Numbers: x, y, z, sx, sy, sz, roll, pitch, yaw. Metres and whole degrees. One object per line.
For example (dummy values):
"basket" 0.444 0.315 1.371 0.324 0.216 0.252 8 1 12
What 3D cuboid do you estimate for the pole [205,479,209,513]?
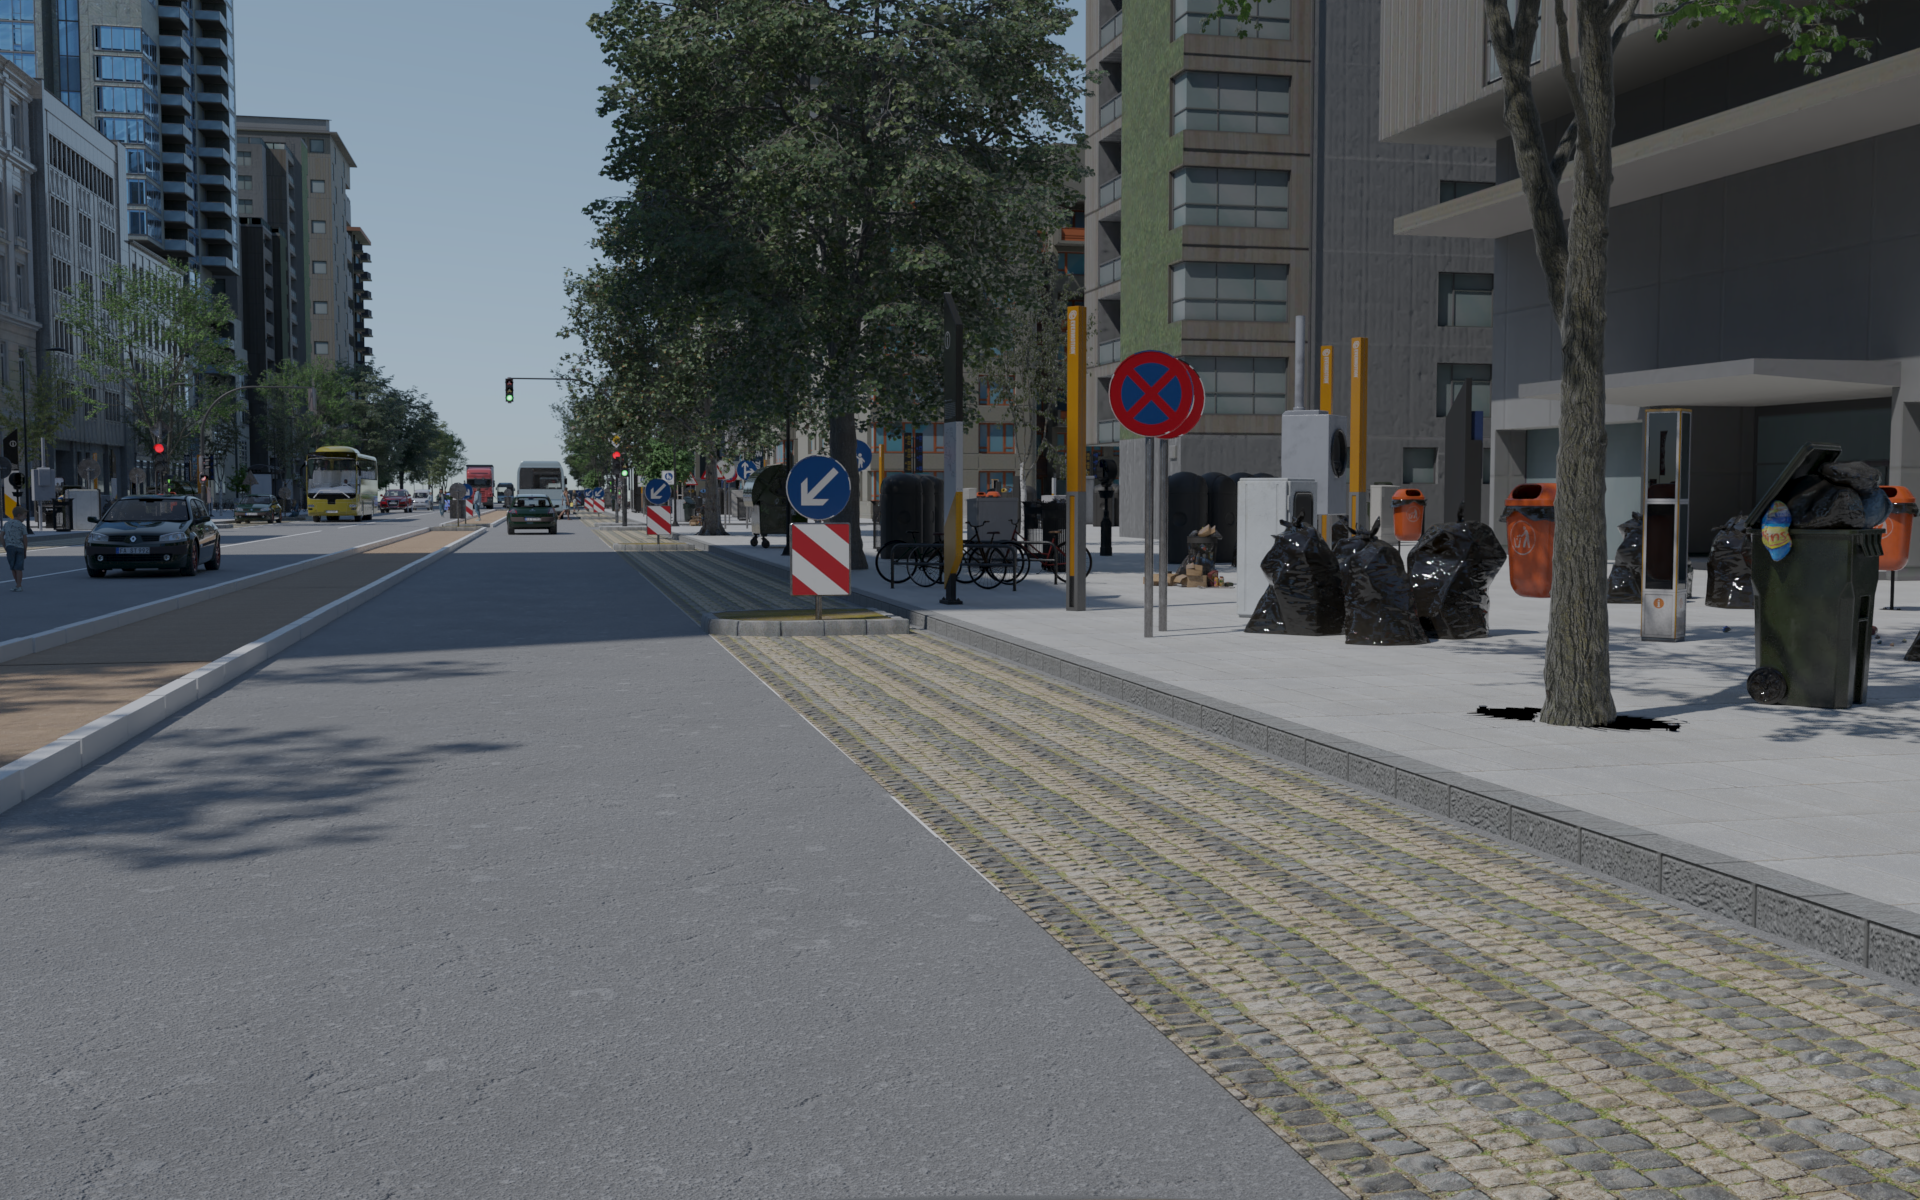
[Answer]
"pole" -41.137 -6.158 94.519 0.158 3.312 0.155 0 3 0

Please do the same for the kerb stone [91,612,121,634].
"kerb stone" -8.932 0.260 17.985 0.120 0.150 1.000 -1 4 -13

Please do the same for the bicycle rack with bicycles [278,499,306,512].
"bicycle rack with bicycles" -48.256 -6.748 123.714 2.852 0.926 2.925 -2 4 -35

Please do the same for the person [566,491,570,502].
"person" -33.516 -8.473 147.789 0.466 1.731 0.760 -1 4 -22

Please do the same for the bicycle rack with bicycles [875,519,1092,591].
"bicycle rack with bicycles" 0.119 -0.660 24.168 2.925 0.926 2.852 1 4 22

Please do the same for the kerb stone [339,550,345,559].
"kerb stone" -13.650 -0.961 37.916 0.120 0.150 1.000 -1 4 -13

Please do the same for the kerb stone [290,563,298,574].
"kerb stone" -12.000 -0.535 30.937 0.120 0.150 1.000 -1 4 -13

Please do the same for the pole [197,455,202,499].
"pole" -39.295 -5.851 89.511 0.158 3.312 0.155 0 3 0

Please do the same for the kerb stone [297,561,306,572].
"kerb stone" -12.242 -0.588 31.931 0.120 0.150 1.000 -1 4 -13

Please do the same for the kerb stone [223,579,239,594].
"kerb stone" -10.581 -0.169 24.959 0.120 0.150 1.000 -1 4 -13

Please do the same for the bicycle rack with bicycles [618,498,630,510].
"bicycle rack with bicycles" -27.311 -7.865 141.980 2.852 0.926 2.925 -2 4 -26

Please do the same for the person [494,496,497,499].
"person" -47.520 -10.197 175.160 1.348 1.831 0.705 -2 4 -24

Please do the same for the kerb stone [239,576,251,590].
"kerb stone" -10.810 -0.230 25.955 0.120 0.150 1.000 -1 4 -13

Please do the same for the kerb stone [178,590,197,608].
"kerb stone" -9.872 0.014 21.965 0.120 0.150 1.000 -1 4 -13

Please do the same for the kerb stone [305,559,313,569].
"kerb stone" -12.473 -0.656 32.927 0.120 0.150 1.000 -1 4 -13

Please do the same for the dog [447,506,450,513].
"dog" -39.111 -6.939 132.738 0.540 0.507 0.406 1 4 10

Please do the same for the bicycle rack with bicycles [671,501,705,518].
"bicycle rack with bicycles" -13.945 -4.703 90.275 2.925 0.926 2.852 -2 4 -26

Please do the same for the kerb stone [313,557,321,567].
"kerb stone" -12.706 -0.718 33.931 0.120 0.150 1.000 -1 4 -13

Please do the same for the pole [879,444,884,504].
"pole" -3.206 -4.712 70.888 0.158 3.312 0.155 0 3 0

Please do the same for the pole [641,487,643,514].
"pole" -20.660 -7.276 112.810 0.158 3.312 0.155 0 3 0

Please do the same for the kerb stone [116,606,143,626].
"kerb stone" -9.168 0.197 18.980 0.120 0.150 1.000 -1 4 -13

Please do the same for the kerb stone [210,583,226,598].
"kerb stone" -10.350 -0.103 23.963 0.120 0.150 1.000 -1 4 -13

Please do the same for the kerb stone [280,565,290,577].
"kerb stone" -11.760 -0.474 29.943 0.120 0.150 1.000 -1 4 -13

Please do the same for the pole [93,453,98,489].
"pole" -42.913 -5.637 86.012 0.158 3.312 0.155 0 3 0

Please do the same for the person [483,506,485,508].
"person" -49.069 -10.431 178.984 1.348 1.831 0.705 -2 4 -24

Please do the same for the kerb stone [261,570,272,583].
"kerb stone" -11.291 -0.349 27.953 0.120 0.150 1.000 -1 4 -13

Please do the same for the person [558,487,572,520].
"person" -21.513 -5.251 94.444 0.778 1.811 0.616 -2 4 -35

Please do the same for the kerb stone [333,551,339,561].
"kerb stone" -13.413 -0.899 36.921 0.120 0.150 1.000 -1 4 -13

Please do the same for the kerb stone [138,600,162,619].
"kerb stone" -9.405 0.136 19.974 0.120 0.150 1.000 -1 4 -13

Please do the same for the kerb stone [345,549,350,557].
"kerb stone" -13.891 -1.020 38.922 0.120 0.150 1.000 -1 4 -13

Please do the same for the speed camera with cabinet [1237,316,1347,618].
"speed camera with cabinet" 3.605 -1.486 18.626 0.660 3.252 2.038 2 4 29

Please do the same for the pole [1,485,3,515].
"pole" -32.854 -3.995 59.168 0.158 3.312 0.155 0 3 0

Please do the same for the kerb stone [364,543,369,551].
"kerb stone" -14.831 -1.267 42.915 0.120 0.150 1.000 -1 4 -13

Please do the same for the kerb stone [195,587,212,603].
"kerb stone" -10.116 -0.047 22.966 0.120 0.150 1.000 -1 4 -13

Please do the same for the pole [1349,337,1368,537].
"pole" 5.216 -1.764 22.690 0.158 3.312 0.155 0 3 0

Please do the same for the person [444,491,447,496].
"person" -45.403 -8.768 152.572 0.721 1.743 1.217 3 4 38

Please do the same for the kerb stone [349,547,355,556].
"kerb stone" -14.126 -1.084 39.917 0.120 0.150 1.000 -1 4 -13

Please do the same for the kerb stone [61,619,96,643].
"kerb stone" -8.695 0.318 16.990 0.120 0.150 1.000 -1 4 -13

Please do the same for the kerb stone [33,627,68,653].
"kerb stone" -8.462 0.384 15.995 0.120 0.150 1.000 -1 4 -13

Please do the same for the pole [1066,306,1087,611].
"pole" 1.274 -1.534 18.930 0.158 3.312 0.155 0 3 0

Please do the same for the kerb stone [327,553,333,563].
"kerb stone" -13.177 -0.840 35.926 0.120 0.150 1.000 -1 4 -13

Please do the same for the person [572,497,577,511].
"person" -28.993 -7.161 130.265 0.352 1.250 0.332 -1 4 -11

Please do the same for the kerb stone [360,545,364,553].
"kerb stone" -14.598 -1.206 41.919 0.120 0.150 1.000 -1 4 -13

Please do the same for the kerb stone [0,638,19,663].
"kerb stone" -8.241 0.440 14.997 0.120 0.150 1.000 -1 4 -13

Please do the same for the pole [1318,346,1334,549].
"pole" 5.060 -1.842 23.952 0.158 3.312 0.155 0 3 0

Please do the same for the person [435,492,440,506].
"person" -62.091 -12.060 206.475 0.721 1.735 1.217 3 4 37

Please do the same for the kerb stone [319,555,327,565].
"kerb stone" -12.940 -0.776 34.926 0.120 0.150 1.000 -1 4 -13

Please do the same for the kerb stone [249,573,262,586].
"kerb stone" -11.053 -0.291 26.959 0.120 0.150 1.000 -1 4 -13

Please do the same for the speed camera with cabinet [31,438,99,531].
"speed camera with cabinet" -31.700 -4.098 61.344 2.038 3.252 0.660 -3 4 -36

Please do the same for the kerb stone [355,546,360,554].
"kerb stone" -14.358 -1.145 40.917 0.120 0.150 1.000 -1 4 -13

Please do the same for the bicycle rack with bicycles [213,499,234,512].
"bicycle rack with bicycles" -59.154 -7.630 138.140 2.852 0.926 2.925 1 4 15

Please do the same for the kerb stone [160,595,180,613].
"kerb stone" -9.644 0.077 20.968 0.120 0.150 1.000 -1 4 -13

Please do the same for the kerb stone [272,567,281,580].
"kerb stone" -11.529 -0.413 28.947 0.120 0.150 1.000 -1 4 -13
